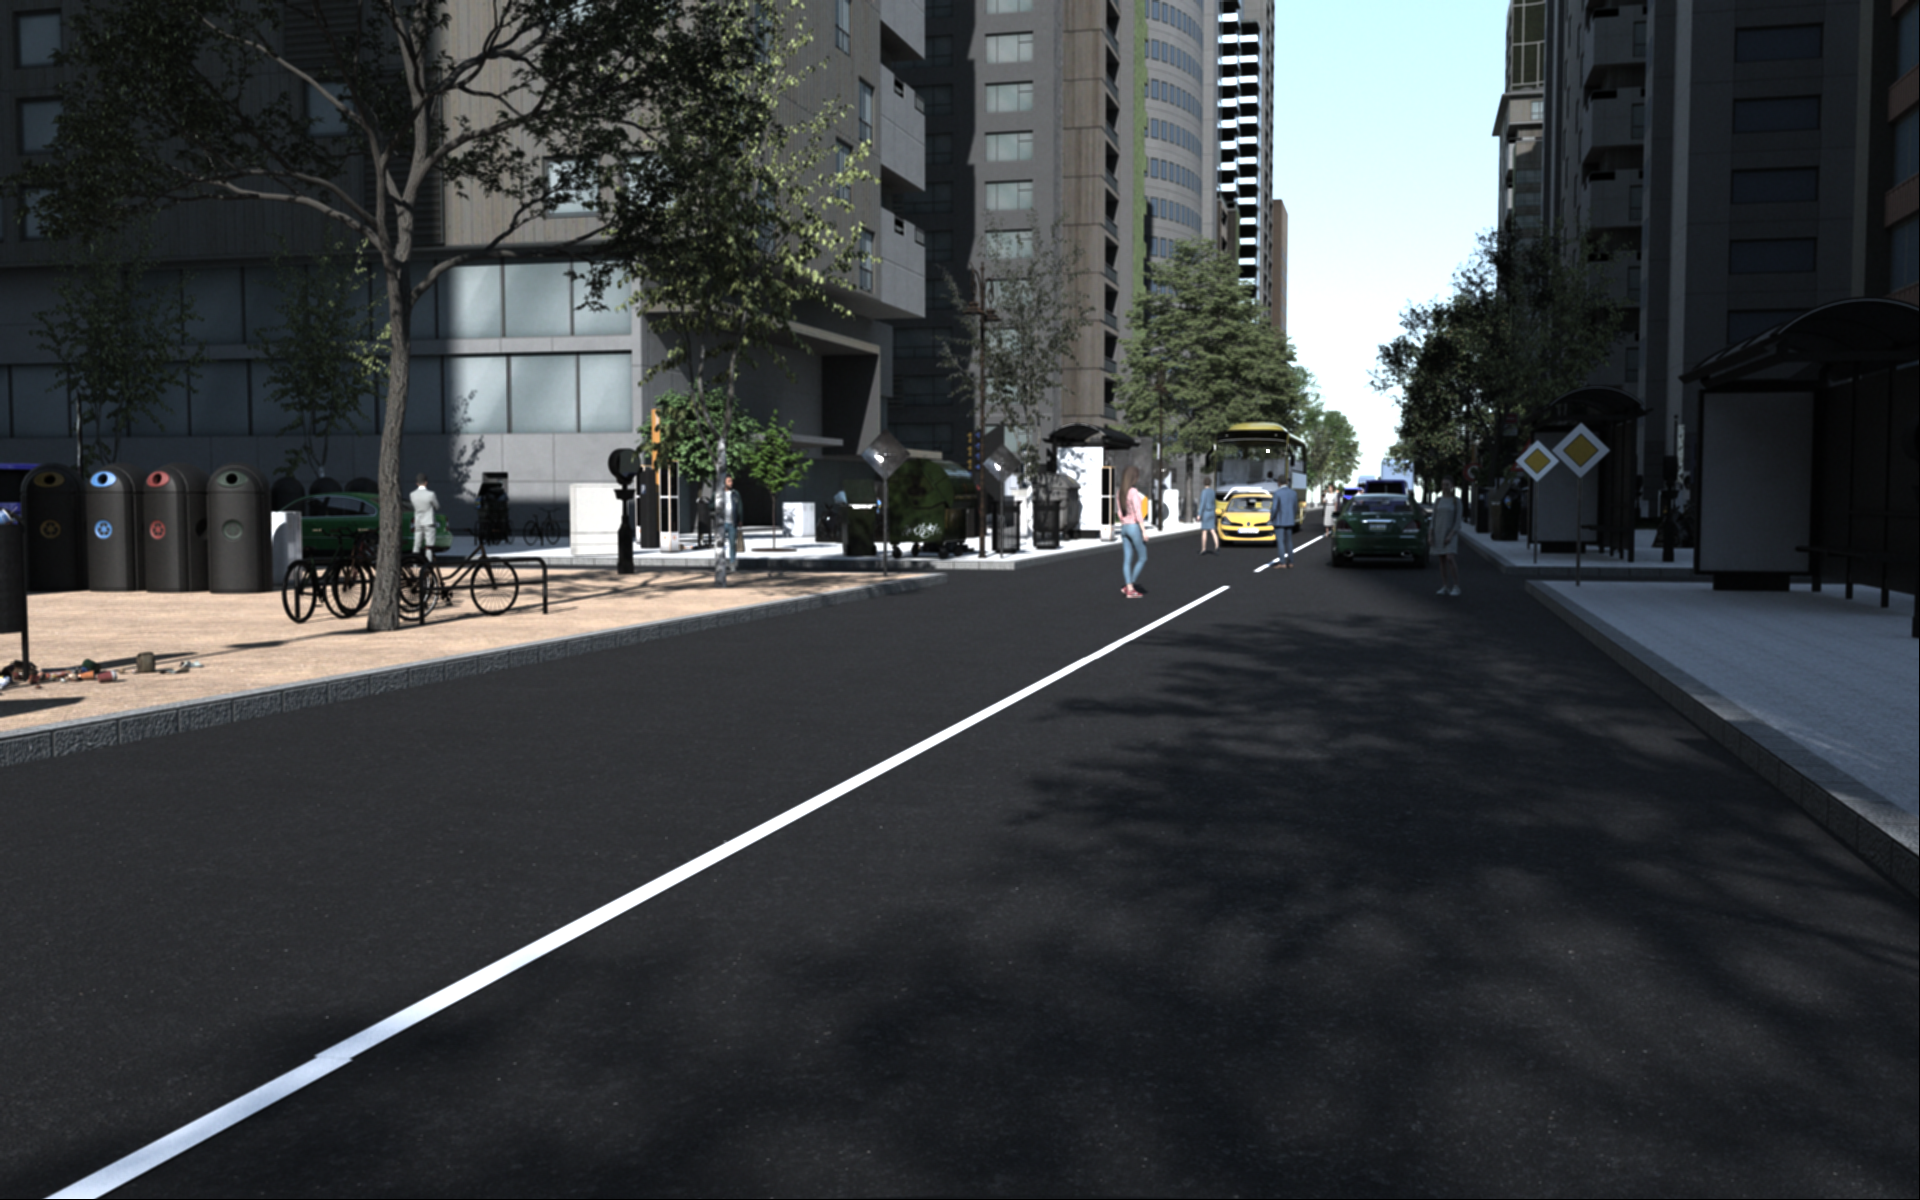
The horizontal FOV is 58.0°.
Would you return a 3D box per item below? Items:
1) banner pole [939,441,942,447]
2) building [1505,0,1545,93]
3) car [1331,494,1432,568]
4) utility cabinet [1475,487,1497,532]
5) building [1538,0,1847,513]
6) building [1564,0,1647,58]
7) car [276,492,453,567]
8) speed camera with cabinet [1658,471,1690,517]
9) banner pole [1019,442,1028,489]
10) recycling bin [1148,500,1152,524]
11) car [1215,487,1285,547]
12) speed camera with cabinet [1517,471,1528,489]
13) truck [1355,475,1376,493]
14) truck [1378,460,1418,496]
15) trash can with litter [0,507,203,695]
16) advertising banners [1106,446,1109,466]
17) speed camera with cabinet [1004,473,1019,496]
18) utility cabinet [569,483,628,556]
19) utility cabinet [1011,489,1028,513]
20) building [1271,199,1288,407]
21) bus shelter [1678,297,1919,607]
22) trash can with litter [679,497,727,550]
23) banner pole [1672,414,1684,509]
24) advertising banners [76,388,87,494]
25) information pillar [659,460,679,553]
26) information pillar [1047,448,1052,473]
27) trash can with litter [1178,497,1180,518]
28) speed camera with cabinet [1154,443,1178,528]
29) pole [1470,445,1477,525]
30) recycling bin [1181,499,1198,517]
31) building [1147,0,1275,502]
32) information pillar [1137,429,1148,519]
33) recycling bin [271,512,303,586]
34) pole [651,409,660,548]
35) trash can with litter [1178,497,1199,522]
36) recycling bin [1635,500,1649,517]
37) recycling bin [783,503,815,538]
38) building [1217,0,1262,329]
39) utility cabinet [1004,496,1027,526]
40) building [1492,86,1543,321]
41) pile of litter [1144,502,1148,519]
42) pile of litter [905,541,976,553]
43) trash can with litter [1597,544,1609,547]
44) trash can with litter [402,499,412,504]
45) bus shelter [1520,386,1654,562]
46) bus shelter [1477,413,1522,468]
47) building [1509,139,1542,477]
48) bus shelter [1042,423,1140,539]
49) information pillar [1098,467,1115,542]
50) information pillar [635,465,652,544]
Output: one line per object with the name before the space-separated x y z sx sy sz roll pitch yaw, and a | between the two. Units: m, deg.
banner pole | -1.022 -5.590 81.418 0.401 3.779 0.863 2 4 26
building | 85.024 -49.239 243.308 20.563 71.187 20.611 1 4 14
car | 8.574 -1.428 35.144 2.131 1.459 4.920 1 4 16
utility cabinet | 17.665 -3.014 57.956 0.318 1.500 1.173 -1 4 -12
building | 61.842 -37.262 151.228 21.231 58.520 28.212 1 4 14
building | 58.184 -32.685 123.644 28.713 52.752 27.495 1 4 14
car | -12.670 -1.602 34.990 4.718 1.807 1.959 1 4 12
speed camera with cabinet | 27.778 -4.421 66.620 0.660 3.252 2.038 -1 4 -17
banner pole | 3.031 -5.704 83.274 0.863 3.779 0.401 -3 5 -42
recycling bin | 8.550 -3.779 74.335 0.722 1.027 0.722 3 4 36
car | 8.116 -2.308 47.956 2.015 1.641 3.980 1 4 13
speed camera with cabinet | 22.370 -4.647 70.320 2.038 3.252 0.660 3 5 42
truck | 59.377 -15.999 251.346 2.967 4.110 18.799 1 4 16
truck | 31.363 -8.264 124.870 2.967 4.110 18.799 1 4 15
trash can with litter | -6.227 -0.050 11.870 1.678 1.210 2.233 3 5 41
advertising banners | 4.612 -3.908 60.079 0.090 3.025 2.074 3 4 37
speed camera with cabinet | 3.196 -5.725 87.936 2.038 3.252 0.660 -2 4 -24
utility cabinet | -7.503 -1.670 35.988 1.173 1.500 0.318 -3 4 -37
utility cabinet | 2.990 -4.467 81.722 1.173 1.500 0.318 -2 4 -35
building | 40.992 -37.108 256.830 14.600 45.320 14.200 1 4 14
bus shelter | 9.957 -1.624 20.478 2.014 3.302 5.546 1 4 14
trash can with litter | -6.243 -1.793 40.368 1.678 1.210 2.233 1 4 21
banner pole | 22.659 -3.955 54.674 0.863 3.779 0.401 -3 5 -44
advertising banners | -14.996 -2.042 29.568 0.090 3.025 2.074 -2 4 -25
information pillar | -6.329 -2.031 37.695 0.304 2.012 0.304 2 4 33
information pillar | 4.558 -5.864 87.225 0.504 3.616 0.183 3 5 41
trash can with litter | 11.246 -4.913 91.718 0.624 1.170 1.055 -1 4 -12
speed camera with cabinet | 7.969 -4.437 66.879 0.660 3.252 2.038 0 4 -4
pole | 21.400 -4.791 72.168 0.158 3.312 0.155 0 3 0
recycling bin | 12.959 -5.225 97.977 0.722 1.027 0.722 -2 4 -23
building | 34.793 -49.018 239.689 20.563 71.187 20.611 1 4 14
information pillar | 6.549 -4.336 62.242 0.504 3.616 0.183 -3 5 -43
recycling bin | -9.803 -0.735 24.575 0.722 1.027 0.722 0 4 -3
pole | -7.284 -2.918 41.550 0.158 3.312 0.155 0 3 0
trash can with litter | 10.517 -4.194 79.626 1.678 1.210 2.233 0 4 6
recycling bin | 27.553 -3.550 70.604 0.722 1.027 0.722 -1 4 -9
recycling bin | -4.789 -2.381 51.489 0.722 1.027 0.722 2 4 32
building | 26.905 -55.119 213.864 22.319 86.520 31.000 1 4 14
utility cabinet | 2.170 -3.553 69.256 1.020 1.237 0.306 -1 4 -13
building | 82.585 -38.541 219.390 28.713 52.752 27.495 1 4 14
pile of litter | 9.762 -4.674 90.387 1.719 0.858 1.176 1 4 12
pile of litter | -0.404 -1.485 38.248 1.176 0.858 1.719 -3 4 -38
trash can with litter | 15.793 -1.888 42.250 0.624 1.170 1.055 2 4 35
trash can with litter | -12.842 -1.735 39.749 0.624 1.170 1.055 0 4 -3
bus shelter | 12.541 -2.515 35.049 2.014 3.302 5.546 1 4 14
bus shelter | 25.850 -6.466 83.345 2.179 5.291 8.768 1 4 14
building | 71.093 -31.652 201.111 14.154 41.232 14.086 1 4 14
bus shelter | 4.007 -3.555 52.041 2.014 3.302 5.546 1 4 14
information pillar | 3.982 -2.579 46.658 0.304 2.012 0.304 2 4 29
information pillar | -8.105 -2.440 44.393 0.304 2.012 0.304 2 4 29
